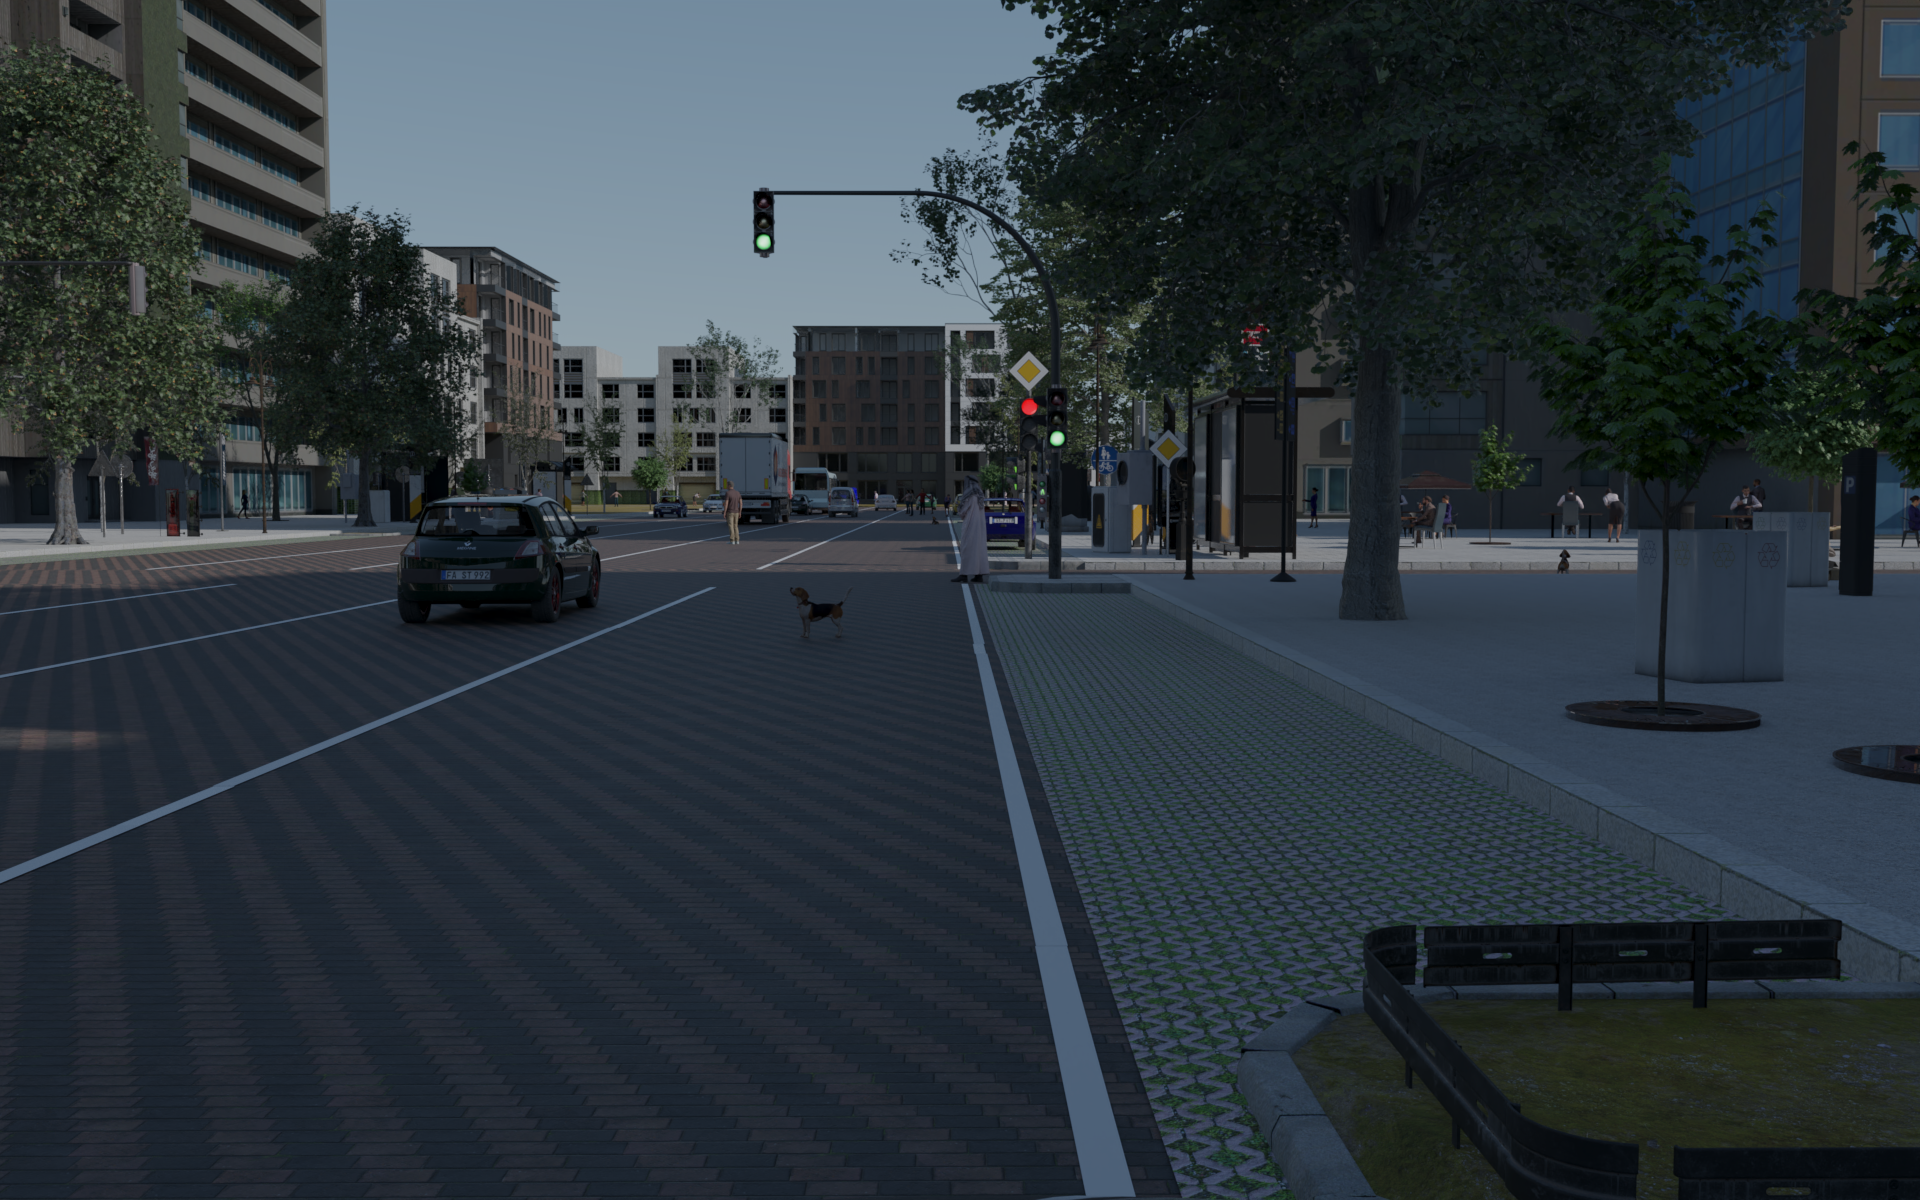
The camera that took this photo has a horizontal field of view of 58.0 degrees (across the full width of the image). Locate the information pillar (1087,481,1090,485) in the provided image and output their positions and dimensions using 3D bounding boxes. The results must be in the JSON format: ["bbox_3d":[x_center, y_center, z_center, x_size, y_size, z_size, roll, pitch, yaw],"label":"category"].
[{"bbox_3d":[6.861,-5.472,93.961,0.304,2.012,0.304,2,4,31],"label":"information pillar"}]

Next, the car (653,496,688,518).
[{"bbox_3d":[-17.741,-5.719,106.085,1.945,1.354,3.894,0,4,-2],"label":"car"}]

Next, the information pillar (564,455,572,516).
[{"bbox_3d":[-23.406,-6.843,103.233,0.504,3.616,0.183,-2,4,-32],"label":"information pillar"}]

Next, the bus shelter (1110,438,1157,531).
[{"bbox_3d":[6.098,-4.229,63.071,2.014,3.302,5.546,0,4,-1],"label":"bus shelter"}]

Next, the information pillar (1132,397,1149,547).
[{"bbox_3d":[4.333,-3.085,41.788,0.504,3.616,0.183,-2,4,-34],"label":"information pillar"}]

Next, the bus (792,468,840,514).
[{"bbox_3d":[-10.573,-8.105,127.382,2.948,3.499,13.247,0,4,-2],"label":"bus"}]

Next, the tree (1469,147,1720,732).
[{"bbox_3d":[3.907,-0.933,9.860,1.663,3.219,1.824,0,3,0],"label":"tree"}]

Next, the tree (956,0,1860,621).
[{"bbox_3d":[4.190,-6.782,17.545,9.857,13.997,8.962,0,3,0],"label":"tree"}]

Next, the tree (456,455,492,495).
[{"bbox_3d":[-23.366,-5.378,82.526,1.663,3.219,1.824,0,3,0],"label":"tree"}]

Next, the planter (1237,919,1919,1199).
[{"bbox_3d":[1.665,1.060,3.802,1.991,0.319,1.994,0,4,-1],"label":"planter"}]

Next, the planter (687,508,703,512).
[{"bbox_3d":[-21.206,-7.030,136.075,1.991,0.319,1.994,0,4,-1],"label":"planter"}]

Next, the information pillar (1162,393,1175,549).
[{"bbox_3d":[4.844,-2.987,40.197,0.183,3.616,0.504,-1,4,-18],"label":"information pillar"}]

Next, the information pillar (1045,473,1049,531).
[{"bbox_3d":[3.193,-3.444,60.802,0.304,2.012,0.304,3,5,43],"label":"information pillar"}]

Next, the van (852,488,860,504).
[{"bbox_3d":[-10.790,-9.876,165.864,2.240,2.365,5.245,0,4,1],"label":"van"}]

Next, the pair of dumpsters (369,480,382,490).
[{"bbox_3d":[-27.499,-4.985,84.003,1.574,2.255,4.437,0,4,0],"label":"pair of dumpsters"}]

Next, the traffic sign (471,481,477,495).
[{"bbox_3d":[-25.147,-5.443,89.093,0.768,2.556,0.104,0,4,2],"label":"traffic sign"}]

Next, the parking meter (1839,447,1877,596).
[{"bbox_3d":[11.349,-0.990,21.900,0.255,1.863,0.399,0,4,-6],"label":"parking meter"}]

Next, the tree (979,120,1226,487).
[{"bbox_3d":[4.389,-8.210,52.358,7.486,12.596,7.792,0,3,0],"label":"tree"}]

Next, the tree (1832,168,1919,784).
[{"bbox_3d":[4.622,-0.805,7.769,1.663,3.219,1.824,0,3,0],"label":"tree"}]

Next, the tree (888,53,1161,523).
[{"bbox_3d":[3.264,-13.465,76.046,12.611,20.169,13.585,0,3,0],"label":"tree"}]

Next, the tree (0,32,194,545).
[{"bbox_3d":[-22.802,-7.744,43.625,9.611,12.733,9.660,0,3,0],"label":"tree"}]

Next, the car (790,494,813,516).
[{"bbox_3d":[-10.963,-6.556,116.982,2.009,1.686,4.222,0,4,1],"label":"car"}]

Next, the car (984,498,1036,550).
[{"bbox_3d":[1.012,-2.002,45.307,1.945,1.354,3.894,0,4,-2],"label":"car"}]

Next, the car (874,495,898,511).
[{"bbox_3d":[-6.351,-8.316,148.322,2.083,1.381,4.827,0,4,-2],"label":"car"}]

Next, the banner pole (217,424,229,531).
[{"bbox_3d":[-25.432,-4.266,59.765,0.401,3.779,0.863,0,4,-8],"label":"banner pole"}]

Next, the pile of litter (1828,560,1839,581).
[{"bbox_3d":[12.892,-0.748,26.200,1.719,0.858,1.176,-3,4,-38],"label":"pile of litter"}]

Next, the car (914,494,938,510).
[{"bbox_3d":[-3.070,-8.875,156.897,2.131,1.459,4.920,0,4,-2],"label":"car"}]

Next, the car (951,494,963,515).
[{"bbox_3d":[0.369,-6.510,116.664,2.015,1.641,3.980,0,4,-2],"label":"car"}]

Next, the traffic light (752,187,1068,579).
[{"bbox_3d":[-0.679,-3.138,25.978,4.771,5.953,1.251,0,4,-1],"label":"traffic light"}]

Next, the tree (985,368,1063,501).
[{"bbox_3d":[3.518,-8.554,90.225,4.737,8.622,4.395,0,3,0],"label":"tree"}]

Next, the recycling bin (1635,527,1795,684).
[{"bbox_3d":[5.237,0.028,12.099,0.722,1.027,0.722,-1,4,-13],"label":"recycling bin"}]

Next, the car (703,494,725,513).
[{"bbox_3d":[-18.791,-7.471,134.153,2.014,1.417,4.499,0,4,1],"label":"car"}]

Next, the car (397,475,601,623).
[{"bbox_3d":[-5.408,-0.666,20.669,2.009,1.686,4.222,0,4,-2],"label":"car"}]

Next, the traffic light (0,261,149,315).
[{"bbox_3d":[-18.396,-3.626,33.950,4.771,5.953,1.251,0,4,-1],"label":"traffic light"}]

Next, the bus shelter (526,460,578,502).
[{"bbox_3d":[-25.046,-6.891,106.599,2.014,3.302,5.546,0,4,-1],"label":"bus shelter"}]

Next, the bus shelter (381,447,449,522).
[{"bbox_3d":[-25.485,-5.532,81.730,1.731,3.624,6.357,0,4,-1],"label":"bus shelter"}]

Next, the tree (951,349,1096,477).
[{"bbox_3d":[3.713,-10.287,102.608,8.767,10.594,7.601,0,4,-7],"label":"tree"}]

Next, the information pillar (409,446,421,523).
[{"bbox_3d":[-24.109,-5.213,76.592,0.504,3.616,0.183,-2,4,-25],"label":"information pillar"}]

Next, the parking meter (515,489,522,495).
[{"bbox_3d":[-22.690,-4.933,89.058,0.372,1.533,0.369,0,3,0],"label":"parking meter"}]

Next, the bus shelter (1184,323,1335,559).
[{"bbox_3d":[6.228,-3.700,38.130,2.179,5.291,8.768,0,4,-1],"label":"bus shelter"}]

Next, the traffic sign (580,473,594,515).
[{"bbox_3d":[-22.976,-6.525,106.684,0.884,2.594,0.081,0,4,2],"label":"traffic sign"}]

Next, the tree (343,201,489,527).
[{"bbox_3d":[-23.456,-9.236,68.016,9.611,12.733,9.660,0,3,0],"label":"tree"}]

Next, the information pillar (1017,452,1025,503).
[{"bbox_3d":[3.433,-6.476,97.230,0.504,3.616,0.183,-2,4,-27],"label":"information pillar"}]

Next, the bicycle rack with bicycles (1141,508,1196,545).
[{"bbox_3d":[5.505,-1.903,44.494,2.852,0.926,2.925,-1,4,-9],"label":"bicycle rack with bicycles"}]

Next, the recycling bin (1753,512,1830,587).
[{"bbox_3d":[11.592,-0.711,24.181,0.722,1.027,0.722,-1,4,-20],"label":"recycling bin"}]

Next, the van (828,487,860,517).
[{"bbox_3d":[-7.255,-6.162,107.767,2.013,2.044,4.112,0,4,0],"label":"van"}]

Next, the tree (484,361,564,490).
[{"bbox_3d":[-23.997,-8.890,95.717,4.360,8.622,3.978,0,3,0],"label":"tree"}]

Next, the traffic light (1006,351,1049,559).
[{"bbox_3d":[1.333,-2.765,34.125,0.839,4.253,0.868,0,4,-1],"label":"traffic light"}]

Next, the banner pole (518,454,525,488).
[{"bbox_3d":[-27.125,-7.168,107.207,0.863,3.779,0.401,3,5,44],"label":"banner pole"}]
